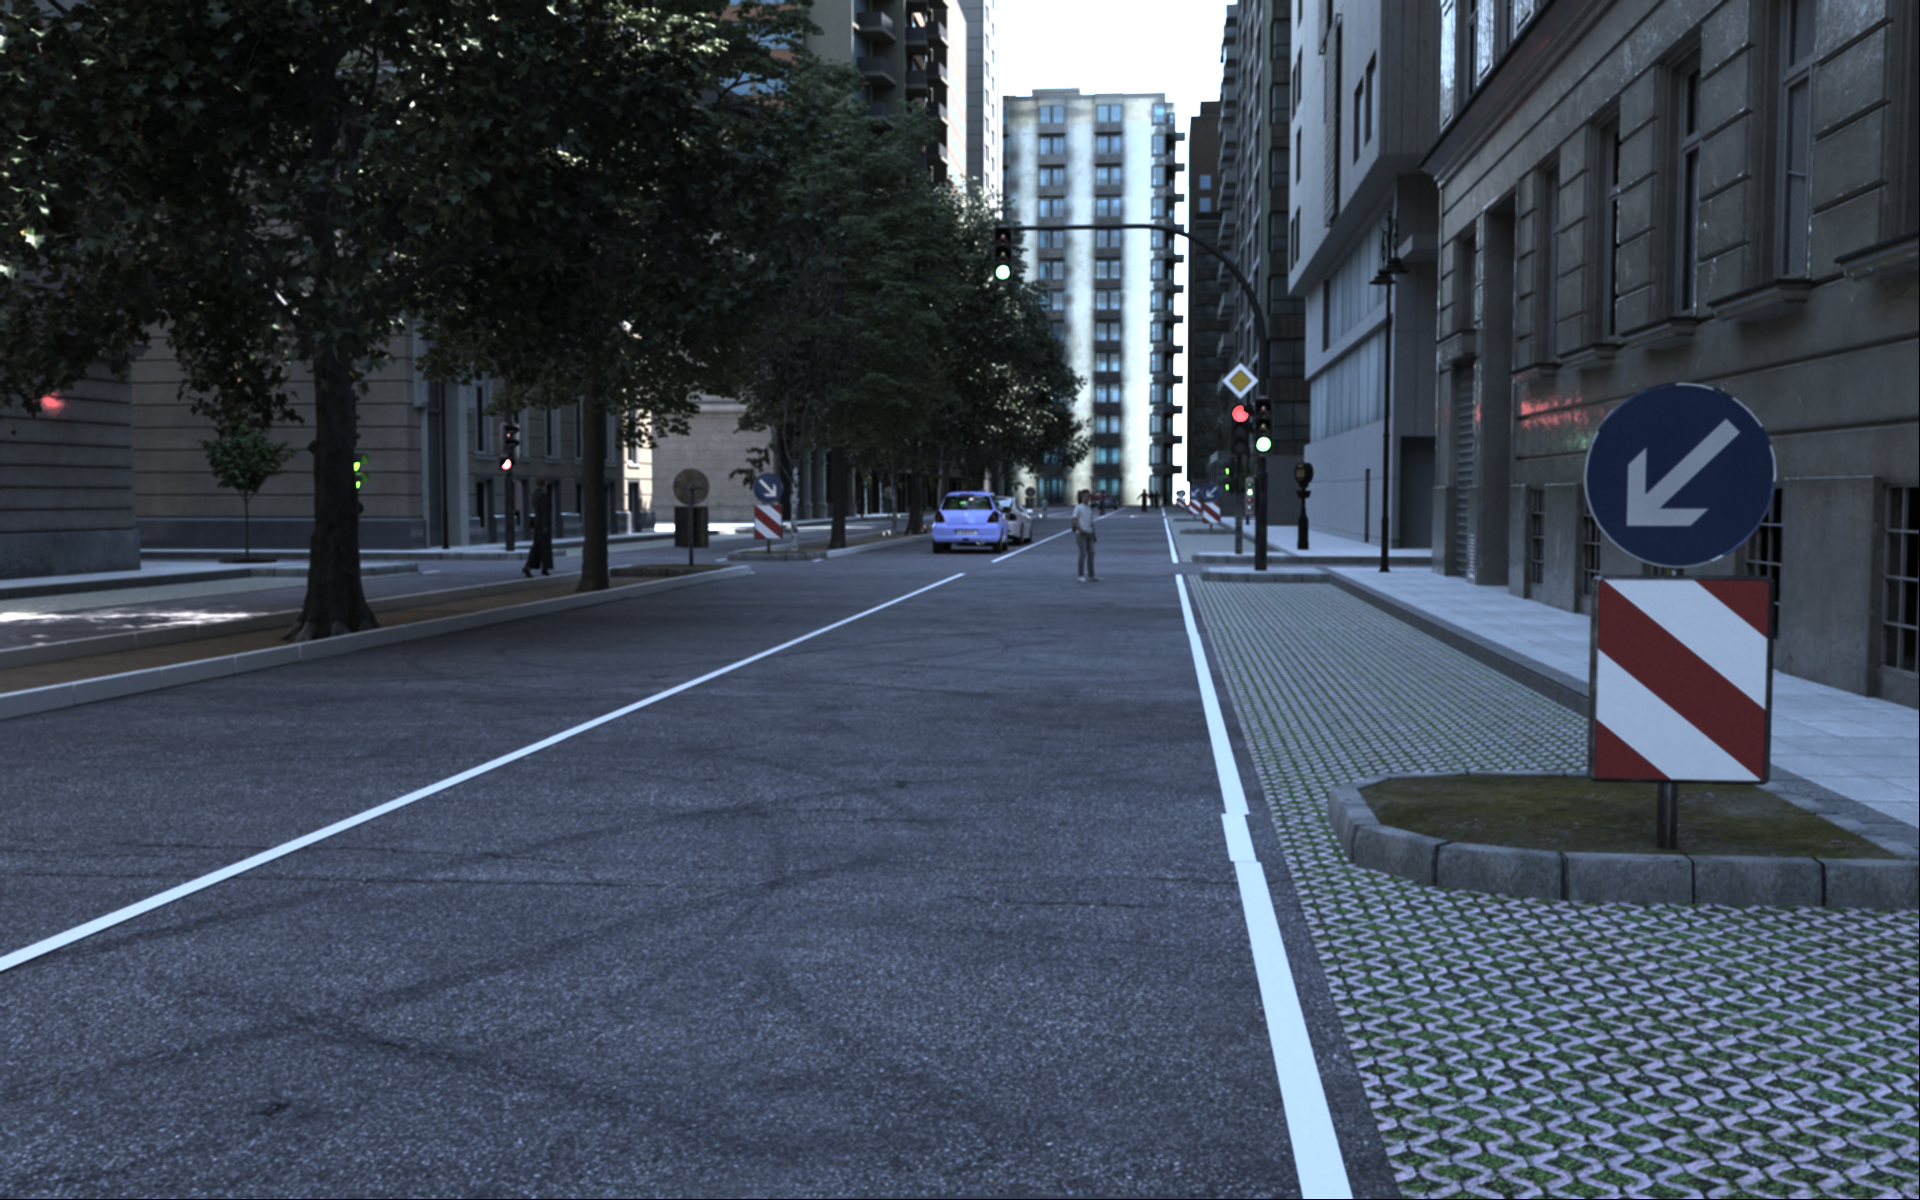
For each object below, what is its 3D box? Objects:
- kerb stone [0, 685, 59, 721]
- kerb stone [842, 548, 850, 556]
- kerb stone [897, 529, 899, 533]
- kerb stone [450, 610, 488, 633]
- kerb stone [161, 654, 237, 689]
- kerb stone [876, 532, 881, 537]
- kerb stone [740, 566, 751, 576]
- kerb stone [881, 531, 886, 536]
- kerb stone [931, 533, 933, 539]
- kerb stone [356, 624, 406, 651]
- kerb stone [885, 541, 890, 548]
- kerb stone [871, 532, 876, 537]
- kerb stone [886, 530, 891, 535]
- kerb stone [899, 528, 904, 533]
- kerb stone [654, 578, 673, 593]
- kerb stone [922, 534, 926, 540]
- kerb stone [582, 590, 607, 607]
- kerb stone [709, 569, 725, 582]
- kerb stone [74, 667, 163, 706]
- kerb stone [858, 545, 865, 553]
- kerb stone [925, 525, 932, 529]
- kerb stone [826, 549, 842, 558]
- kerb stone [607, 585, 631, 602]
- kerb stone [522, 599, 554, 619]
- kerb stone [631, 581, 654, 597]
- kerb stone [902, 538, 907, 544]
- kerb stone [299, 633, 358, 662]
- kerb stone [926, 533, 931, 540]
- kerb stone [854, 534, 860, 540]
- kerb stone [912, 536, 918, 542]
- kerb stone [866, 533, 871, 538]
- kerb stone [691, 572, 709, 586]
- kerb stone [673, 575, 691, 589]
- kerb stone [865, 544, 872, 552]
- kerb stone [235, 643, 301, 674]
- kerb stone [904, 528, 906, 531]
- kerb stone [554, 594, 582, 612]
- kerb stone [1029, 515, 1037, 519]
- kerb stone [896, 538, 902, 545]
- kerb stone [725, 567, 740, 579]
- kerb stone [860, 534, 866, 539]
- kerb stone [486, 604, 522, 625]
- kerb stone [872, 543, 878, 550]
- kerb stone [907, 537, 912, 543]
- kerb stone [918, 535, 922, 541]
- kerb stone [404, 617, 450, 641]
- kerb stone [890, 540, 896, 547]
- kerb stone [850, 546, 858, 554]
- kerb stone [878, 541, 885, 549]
[{"bbox_3d":[-6.092,0.675,11.181,0.120,0.150,1.000,0,4,7],"label":"kerb stone"},{"bbox_3d":[-2.757,-1.103,40.223,0.120,0.150,1.000,0,4,7],"label":"kerb stone"},{"bbox_3d":[-2.390,-2.425,61.838,0.120,0.150,1.000,0,4,7],"label":"kerb stone"},{"bbox_3d":[-5.275,0.241,18.327,0.120,0.150,1.000,0,4,7],"label":"kerb stone"},{"bbox_3d":[-5.863,0.554,13.222,0.120,0.150,1.000,0,4,7],"label":"kerb stone"},{"bbox_3d":[-2.859,-2.175,57.765,0.120,0.150,1.000,0,4,7],"label":"kerb stone"},{"bbox_3d":[-3.865,-0.509,30.553,0.120,0.150,1.000,0,4,7],"label":"kerb stone"},{"bbox_3d":[-2.732,-2.238,58.786,0.120,0.150,1.000,0,4,7],"label":"kerb stone"},{"bbox_3d":[-0.996,-2.036,55.510,0.120,0.150,1.000,0,4,7],"label":"kerb stone"},{"bbox_3d":[-5.507,0.362,16.285,0.120,0.150,1.000,0,4,7],"label":"kerb stone"},{"bbox_3d":[-2.068,-1.476,46.321,0.120,0.150,1.000,0,4,7],"label":"kerb stone"},{"bbox_3d":[-2.965,-2.113,56.748,0.120,0.150,1.000,0,4,7],"label":"kerb stone"},{"bbox_3d":[-2.616,-2.297,59.802,0.120,0.150,1.000,0,4,7],"label":"kerb stone"},{"bbox_3d":[-2.274,-2.481,62.856,0.120,0.150,1.000,0,4,7],"label":"kerb stone"},{"bbox_3d":[-4.451,-0.198,25.459,0.120,0.150,1.000,0,4,7],"label":"kerb stone"},{"bbox_3d":[-1.239,-1.913,53.471,0.120,0.150,1.000,0,4,7],"label":"kerb stone"},{"bbox_3d":[-4.809,-0.012,22.397,0.120,0.150,1.000,0,4,7],"label":"kerb stone"},{"bbox_3d":[-4.102,-0.386,28.513,0.120,0.150,1.000,0,4,7],"label":"kerb stone"},{"bbox_3d":[-5.980,0.614,12.207,0.120,0.150,1.000,0,4,7],"label":"kerb stone"},{"bbox_3d":[-2.525,-1.227,42.254,0.120,0.150,1.000,0,4,7],"label":"kerb stone"},{"bbox_3d":[-1.216,-3.047,72.027,0.120,0.150,1.000,0,4,7],"label":"kerb stone"},{"bbox_3d":[-2.882,-1.039,39.195,0.120,0.150,1.000,0,4,7],"label":"kerb stone"},{"bbox_3d":[-4.690,-0.070,23.418,0.120,0.150,1.000,0,4,7],"label":"kerb stone"},{"bbox_3d":[-5.036,0.114,20.365,0.120,0.150,1.000,0,4,7],"label":"kerb stone"},{"bbox_3d":[-4.566,-0.137,24.443,0.120,0.150,1.000,0,4,7],"label":"kerb stone"},{"bbox_3d":[-1.702,-1.663,49.394,0.120,0.150,1.000,0,4,7],"label":"kerb stone"},{"bbox_3d":[-5.619,0.427,15.263,0.120,0.150,1.000,0,4,7],"label":"kerb stone"},{"bbox_3d":[-1.115,-1.975,54.486,0.120,0.150,1.000,0,4,7],"label":"kerb stone"},{"bbox_3d":[-3.322,-1.926,53.697,0.120,0.150,1.000,0,4,7],"label":"kerb stone"},{"bbox_3d":[-1.465,-1.788,51.428,0.120,0.150,1.000,0,4,7],"label":"kerb stone"},{"bbox_3d":[-3.086,-2.051,55.733,0.120,0.150,1.000,0,4,7],"label":"kerb stone"},{"bbox_3d":[-4.218,-0.324,27.498,0.120,0.150,1.000,0,4,7],"label":"kerb stone"},{"bbox_3d":[-4.340,-0.262,26.475,0.120,0.150,1.000,0,4,7],"label":"kerb stone"},{"bbox_3d":[-2.405,-1.289,43.270,0.120,0.150,1.000,0,4,7],"label":"kerb stone"},{"bbox_3d":[-5.744,0.492,14.242,0.120,0.150,1.000,0,4,7],"label":"kerb stone"},{"bbox_3d":[-2.148,-2.549,63.874,0.120,0.150,1.000,0,4,7],"label":"kerb stone"},{"bbox_3d":[-4.923,0.052,21.380,0.120,0.150,1.000,0,4,7],"label":"kerb stone"},{"bbox_3d":[4.267,-4.842,101.358,0.120,0.150,1.000,0,4,7],"label":"kerb stone"},{"bbox_3d":[-1.822,-1.601,48.367,0.120,0.150,1.000,0,4,7],"label":"kerb stone"},{"bbox_3d":[-3.982,-0.449,29.532,0.120,0.150,1.000,0,4,7],"label":"kerb stone"},{"bbox_3d":[-3.201,-1.987,54.717,0.120,0.150,1.000,0,4,7],"label":"kerb stone"},{"bbox_3d":[-5.158,0.175,19.342,0.120,0.150,1.000,0,4,7],"label":"kerb stone"},{"bbox_3d":[-2.293,-1.351,44.286,0.120,0.150,1.000,0,4,7],"label":"kerb stone"},{"bbox_3d":[-1.588,-1.726,50.413,0.120,0.150,1.000,0,4,7],"label":"kerb stone"},{"bbox_3d":[-1.355,-1.849,52.450,0.120,0.150,1.000,0,4,7],"label":"kerb stone"},{"bbox_3d":[-5.386,0.299,17.306,0.120,0.150,1.000,0,4,7],"label":"kerb stone"},{"bbox_3d":[-1.941,-1.538,47.342,0.120,0.150,1.000,0,4,7],"label":"kerb stone"},{"bbox_3d":[-2.643,-1.163,41.239,0.120,0.150,1.000,0,4,7],"label":"kerb stone"},{"bbox_3d":[-2.171,-1.413,45.304,0.120,0.150,1.000,0,4,7],"label":"kerb stone"}]
